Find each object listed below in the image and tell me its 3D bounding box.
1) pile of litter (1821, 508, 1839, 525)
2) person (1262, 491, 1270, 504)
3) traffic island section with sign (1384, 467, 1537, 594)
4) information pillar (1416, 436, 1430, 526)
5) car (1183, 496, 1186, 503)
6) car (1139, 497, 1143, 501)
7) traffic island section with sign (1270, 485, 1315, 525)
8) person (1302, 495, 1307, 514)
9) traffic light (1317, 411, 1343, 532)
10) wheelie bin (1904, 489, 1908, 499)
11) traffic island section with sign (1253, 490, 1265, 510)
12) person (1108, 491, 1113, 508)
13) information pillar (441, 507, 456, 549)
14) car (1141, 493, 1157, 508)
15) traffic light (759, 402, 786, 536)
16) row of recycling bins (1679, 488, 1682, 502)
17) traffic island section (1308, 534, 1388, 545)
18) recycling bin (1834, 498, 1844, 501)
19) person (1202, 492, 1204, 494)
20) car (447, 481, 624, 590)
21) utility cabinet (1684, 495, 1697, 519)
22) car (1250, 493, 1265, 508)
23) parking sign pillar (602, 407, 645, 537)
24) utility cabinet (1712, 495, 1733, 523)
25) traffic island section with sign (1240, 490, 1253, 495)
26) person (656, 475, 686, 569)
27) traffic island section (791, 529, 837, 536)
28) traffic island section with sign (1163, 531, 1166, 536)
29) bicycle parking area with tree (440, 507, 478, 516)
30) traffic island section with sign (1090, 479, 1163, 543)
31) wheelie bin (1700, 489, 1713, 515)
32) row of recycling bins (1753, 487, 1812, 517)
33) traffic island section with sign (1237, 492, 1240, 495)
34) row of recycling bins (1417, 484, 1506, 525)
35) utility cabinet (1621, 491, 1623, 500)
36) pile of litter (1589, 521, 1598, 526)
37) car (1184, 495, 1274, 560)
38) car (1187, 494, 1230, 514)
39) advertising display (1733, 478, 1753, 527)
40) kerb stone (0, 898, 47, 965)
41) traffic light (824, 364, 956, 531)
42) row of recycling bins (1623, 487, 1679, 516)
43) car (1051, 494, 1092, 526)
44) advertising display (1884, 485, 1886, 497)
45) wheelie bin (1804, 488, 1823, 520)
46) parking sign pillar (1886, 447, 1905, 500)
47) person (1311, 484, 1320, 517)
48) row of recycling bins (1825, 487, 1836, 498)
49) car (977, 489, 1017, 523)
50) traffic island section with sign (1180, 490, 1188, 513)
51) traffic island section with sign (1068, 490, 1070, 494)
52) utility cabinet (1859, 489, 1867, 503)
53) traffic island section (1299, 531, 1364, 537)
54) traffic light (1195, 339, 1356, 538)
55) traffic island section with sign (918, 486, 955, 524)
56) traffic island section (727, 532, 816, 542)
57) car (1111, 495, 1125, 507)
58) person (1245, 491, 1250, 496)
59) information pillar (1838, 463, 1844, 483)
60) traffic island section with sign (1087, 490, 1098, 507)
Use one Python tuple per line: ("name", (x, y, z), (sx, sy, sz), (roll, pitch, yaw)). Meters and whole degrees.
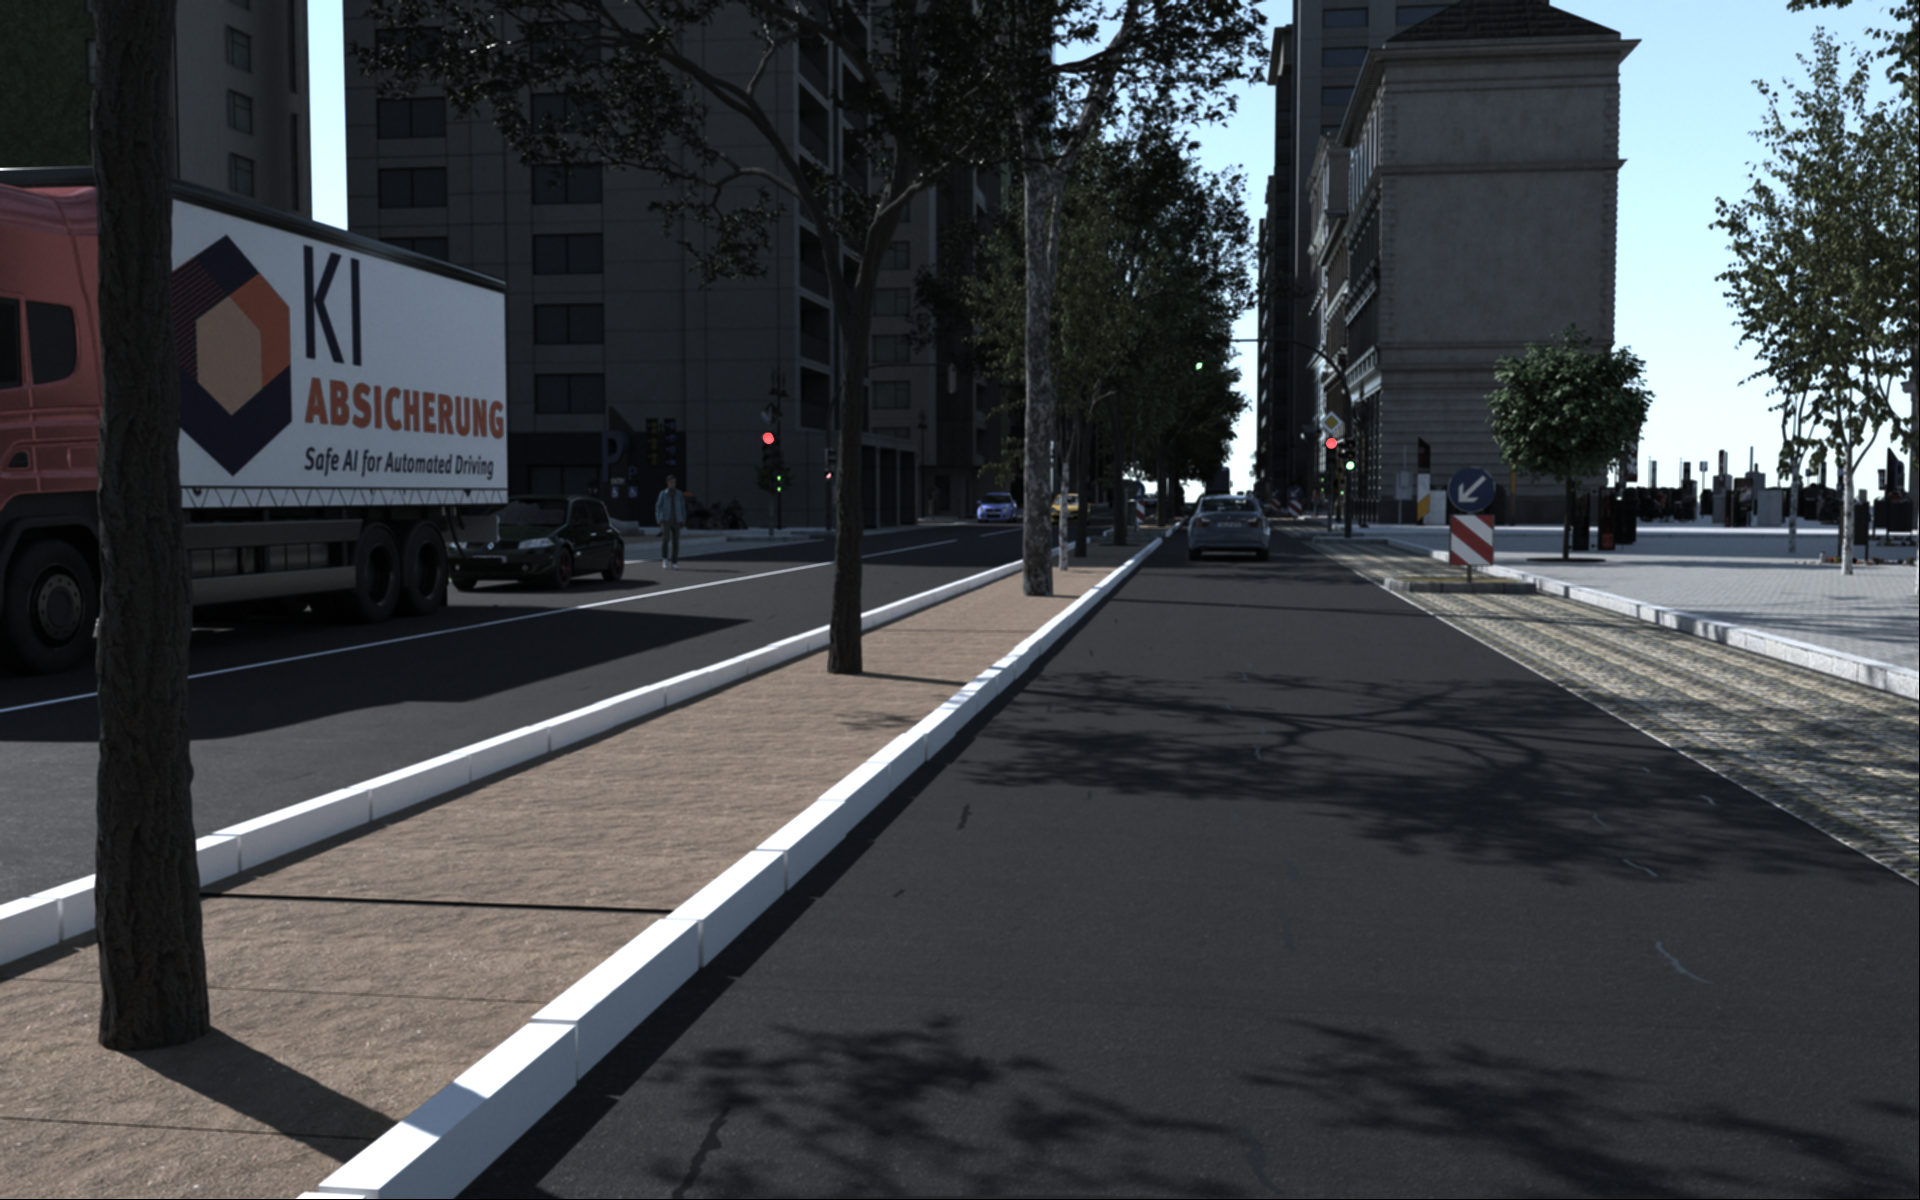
("pile of litter", (36.800, -3.584, 72.555), (1.176, 0.858, 1.719), (1, 4, 8))
("person", (38.781, -12.965, 218.735), (1.217, 1.743, 0.721), (1, 4, 20))
("traffic island section with sign", (7.374, -1.047, 25.740), (1.989, 1.847, 2.006), (1, 4, 8))
("information pillar", (18.825, -4.831, 70.349), (0.504, 3.616, 0.183), (1, 4, 21))
("car", (35.510, -16.459, 280.899), (2.131, 1.459, 4.920), (0, 4, 7))
("car", (24.753, -13.697, 235.738), (2.131, 1.459, 4.920), (0, 4, 7))
("traffic island section with sign", (15.428, -4.398, 80.531), (1.989, 1.847, 2.006), (1, 4, 8))
("person", (22.369, -6.226, 112.514), (0.332, 1.250, 0.352), (2, 4, 25))
("traffic light", (12.478, -4.250, 58.406), (0.839, 4.253, 0.868), (1, 4, 8))
("wheelie bin", (61.041, -6.387, 112.342), (0.980, 1.594, 0.693), (-1, 4, -19))
("traffic island section with sign", (19.362, -6.029, 107.199), (1.989, 1.847, 2.006), (1, 4, 8))
("person", (15.656, -10.417, 179.649), (0.721, 1.723, 1.217), (-1, 4, -15))
("information pillar", (-11.988, -2.208, 40.599), (0.304, 2.012, 0.304), (-2, 4, -24))
("car", (17.427, -9.098, 157.784), (2.155, 1.783, 4.494), (1, 4, 8))
("traffic light", (-5.765, -3.919, 52.992), (0.839, 4.253, 0.868), (1, 4, 8))
("row of recycling bins", (44.932, -6.311, 110.302), (1.069, 1.692, 3.534), (-1, 4, -20))
("traffic island section", (11.354, -1.733, 50.613), (2.009, 0.180, 2.903), (1, 4, 8))
("recycling bin", (53.704, -5.695, 105.672), (0.722, 1.027, 0.722), (-2, 4, -27))
("person", (37.196, -15.611, 264.460), (0.721, 1.735, 1.217), (1, 4, 10))
("car", (-6.632, -1.072, 27.315), (2.009, 1.686, 4.222), (0, 4, 7))
("utility cabinet", (37.278, -4.721, 88.355), (0.306, 1.237, 1.020), (0, 4, 3))
("car", (27.713, -9.377, 162.905), (1.945, 1.707, 3.694), (1, 4, 9))
("parking sign pillar", (-10.376, -3.938, 52.860), (1.447, 3.967, 1.447), (3, 5, 43))
("utility cabinet", (33.884, -4.007, 76.672), (1.020, 1.237, 0.306), (1, 4, 20))
("traffic island section with sign", (26.759, -9.109, 157.556), (1.989, 1.847, 2.006), (1, 4, 8))
("person", (-5.504, -1.477, 32.986), (0.601, 1.785, 0.444), (-1, 4, -19))
("traffic island section", (-4.641, -2.370, 61.033), (2.009, 0.180, 2.903), (1, 4, 8))
("traffic island section with sign", (6.027, -3.118, 59.122), (2.006, 1.907, 1.989), (1, 4, 8))
("bicycle parking area with tree", (-14.063, -3.653, 46.726), (9.016, 4.147, 8.231), (0, 4, -2))
("traffic island section with sign", (4.940, -2.670, 51.795), (2.006, 1.907, 1.989), (1, 4, 8))
("wheelie bin", (46.128, -6.051, 106.849), (0.980, 1.594, 0.693), (-2, 4, -24))
("row of recycling bins", (50.105, -6.057, 106.152), (3.534, 1.692, 1.069), (-1, 4, -10))
("traffic island section with sign", (30.678, -10.740, 184.226), (1.989, 1.847, 2.006), (1, 4, 8))
("row of recycling bins", (20.821, -3.961, 71.883), (3.534, 1.692, 1.069), (1, 4, 10))
("utility cabinet", (46.880, -6.885, 121.254), (1.173, 1.500, 0.318), (-1, 4, -20))
("pile of litter", (25.938, -3.402, 69.584), (1.176, 0.858, 1.719), (0, 4, 7))
("car", (6.024, -1.638, 38.787), (2.014, 1.417, 4.499), (1, 4, 9))
("car", (9.581, -3.250, 64.937), (2.131, 1.459, 4.920), (0, 4, 8))
("advertising display", (30.990, -3.874, 68.548), (0.974, 1.923, 0.123), (-2, 4, -27))
("kerb stone", (-2.989, 1.052, 5.003), (0.120, 0.150, 1.000), (1, 4, 8))
("traffic light", (-2.520, -5.257, 60.623), (4.771, 5.953, 1.251), (1, 4, 8))
("row of recycling bins", (40.274, -5.768, 101.412), (3.534, 1.692, 1.069), (-2, 4, -27))
("car", (5.004, -4.189, 78.720), (2.015, 1.641, 3.980), (0, 4, 7))
("advertising display", (62.663, -6.821, 116.735), (0.123, 1.923, 0.974), (0, 4, -5))
("wheelie bin", (42.129, -4.746, 85.506), (0.693, 1.594, 0.980), (-2, 4, -34))
("parking sign pillar", (54.214, -6.844, 100.375), (1.447, 3.967, 1.447), (-3, 4, -36))
("person", (19.815, -5.521, 96.318), (0.555, 1.821, 0.388), (-3, 5, -39))
("row of recycling bins", (60.404, -6.982, 121.270), (1.069, 1.692, 3.534), (3, 5, 44))
("car", (1.870, -4.680, 86.115), (1.945, 1.707, 3.694), (0, 4, 8))
("traffic island section with sign", (16.952, -7.665, 133.466), (2.006, 1.907, 1.989), (1, 4, 8))
("traffic island section with sign", (9.881, -9.242, 159.730), (1.989, 1.847, 2.006), (1, 4, 8))
("utility cabinet", (39.346, -4.085, 75.475), (0.318, 1.500, 1.173), (2, 4, 29))
("traffic island section", (12.516, -2.216, 58.514), (2.009, 0.180, 2.903), (1, 4, 8))
("traffic light", (9.233, -4.648, 50.668), (4.771, 5.953, 1.251), (1, 4, 8))
("traffic island section with sign", (-1.315, -4.591, 83.696), (1.989, 1.847, 2.006), (1, 4, 8))
("traffic island section", (-5.803, -1.887, 53.132), (2.009, 0.180, 2.903), (1, 4, 8))
("car", (17.882, -11.202, 195.735), (1.945, 1.354, 3.894), (0, 4, 7))
("person", (22.509, -7.712, 135.399), (0.445, 1.727, 0.742), (1, 4, 20))
("information pillar", (64.600, -8.299, 127.042), (0.183, 3.616, 0.504), (-1, 4, -18))
("traffic island section with sign", (13.825, -10.883, 186.567), (1.989, 1.847, 2.006), (1, 4, 8))
